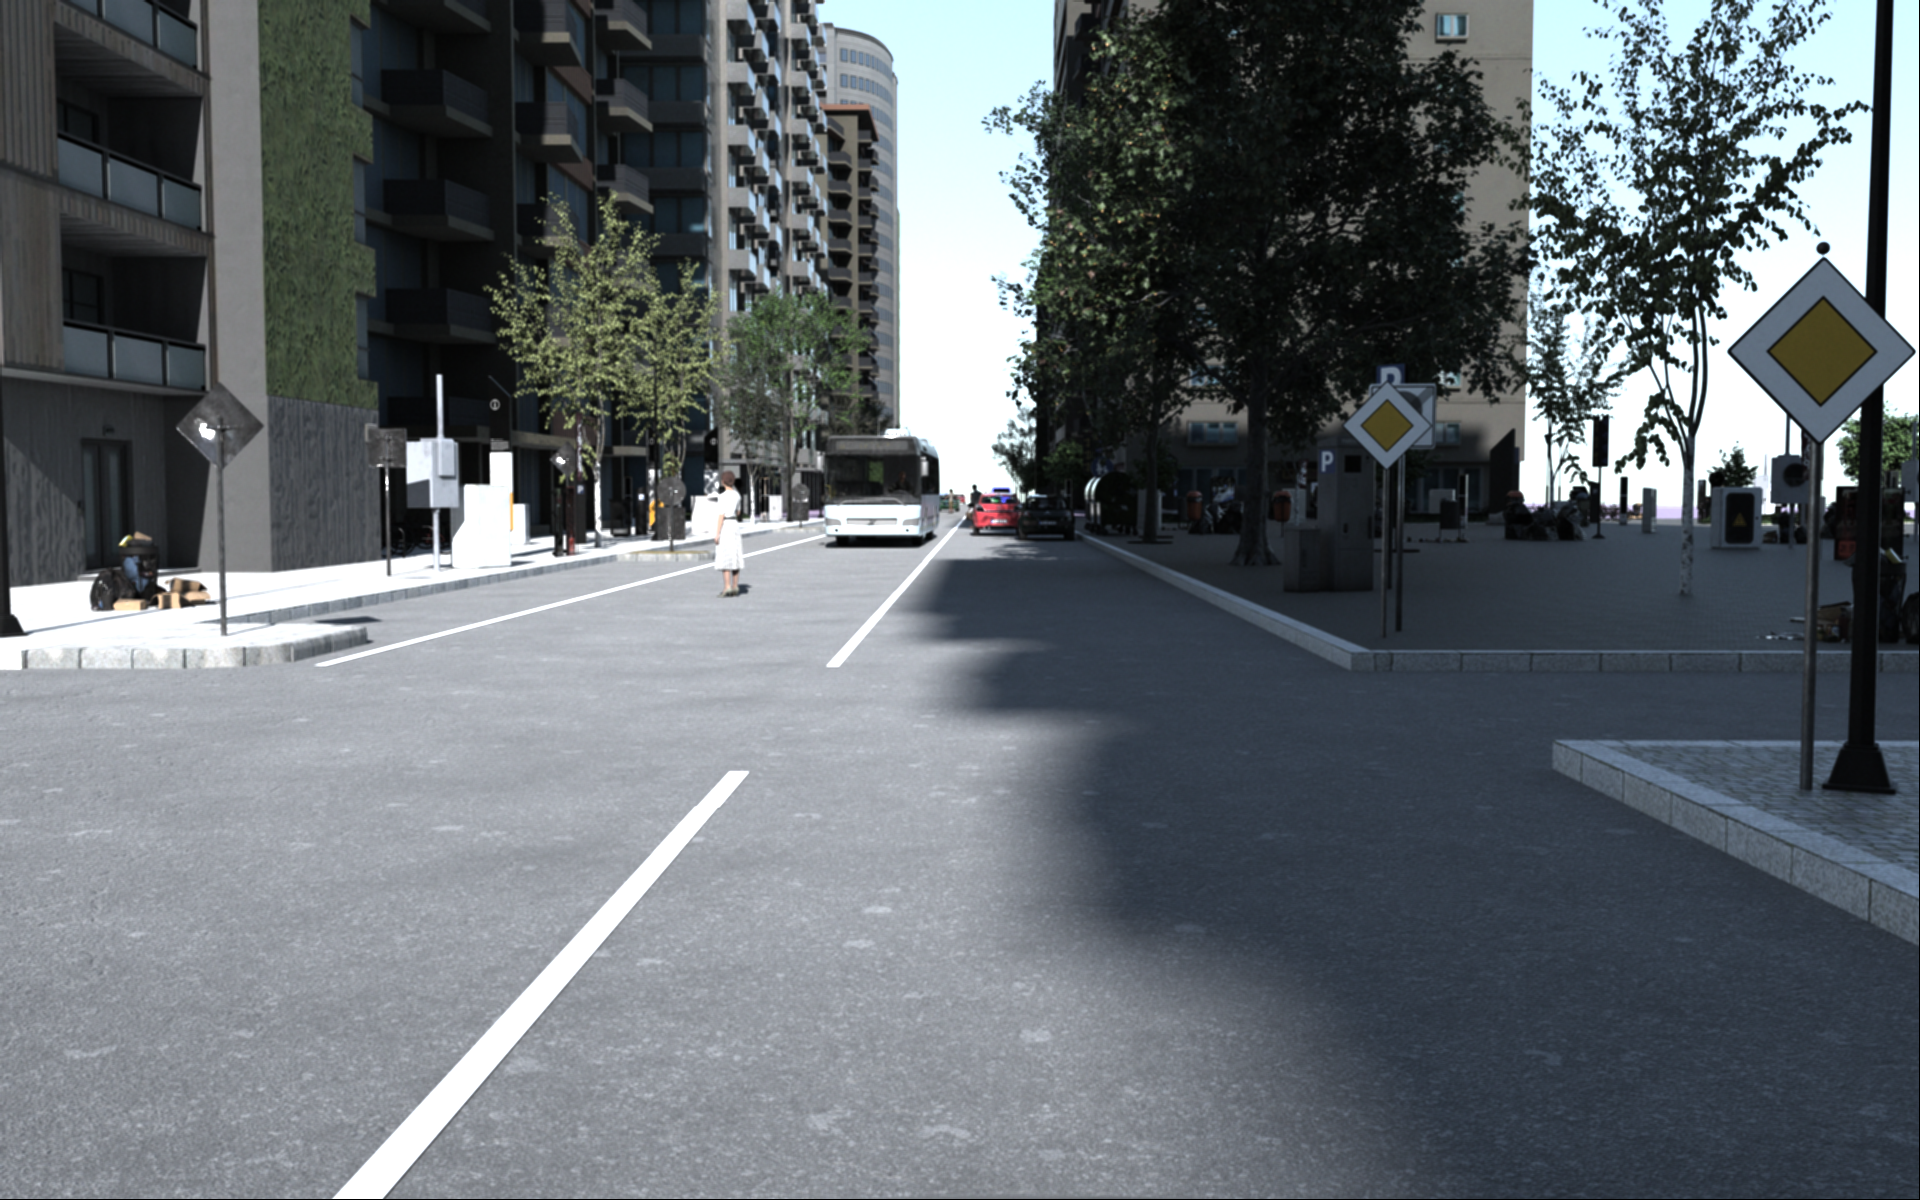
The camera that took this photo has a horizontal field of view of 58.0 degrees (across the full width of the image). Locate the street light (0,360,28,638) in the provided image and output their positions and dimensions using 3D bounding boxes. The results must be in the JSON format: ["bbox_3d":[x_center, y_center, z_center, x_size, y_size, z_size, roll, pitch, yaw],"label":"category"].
[{"bbox_3d":[-8.084,-2.624,15.447,1.470,5.913,1.316,0,4,1],"label":"street light"}]

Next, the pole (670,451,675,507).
[{"bbox_3d":[-13.654,-5.409,82.285,0.158,3.312,0.155,0,3,0],"label":"pole"}]

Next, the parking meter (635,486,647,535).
[{"bbox_3d":[-9.963,-2.794,54.095,0.372,1.533,0.369,0,3,0],"label":"parking meter"}]

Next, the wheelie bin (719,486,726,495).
[{"bbox_3d":[-9.867,-3.862,71.052,0.980,1.594,0.693,-2,4,-25],"label":"wheelie bin"}]

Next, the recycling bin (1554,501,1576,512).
[{"bbox_3d":[22.450,-3.172,64.417,0.722,1.027,0.722,0,4,2],"label":"recycling bin"}]

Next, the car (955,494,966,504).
[{"bbox_3d":[-0.113,-14.596,247.683,2.155,1.783,4.494,0,4,1],"label":"car"}]

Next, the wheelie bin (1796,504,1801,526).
[{"bbox_3d":[34.263,-3.790,69.874,0.980,1.594,0.693,-1,4,-12],"label":"wheelie bin"}]

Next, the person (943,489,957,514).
[{"bbox_3d":[-0.689,-7.279,127.508,1.348,1.824,0.705,-3,5,-45],"label":"person"}]

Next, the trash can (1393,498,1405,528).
[{"bbox_3d":[16.520,-3.305,65.691,0.748,1.137,0.748,0,3,0],"label":"trash can"}]

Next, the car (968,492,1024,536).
[{"bbox_3d":[1.344,-3.168,60.834,2.155,1.783,4.494,0,4,0],"label":"car"}]

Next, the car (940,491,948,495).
[{"bbox_3d":[-1.534,-9.383,163.003,1.945,1.707,3.694,0,4,3],"label":"car"}]

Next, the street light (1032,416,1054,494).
[{"bbox_3d":[4.987,-7.983,103.055,1.470,5.913,1.316,0,4,1],"label":"street light"}]

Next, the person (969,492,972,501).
[{"bbox_3d":[1.312,-11.778,202.533,0.415,1.643,0.593,0,4,2],"label":"person"}]

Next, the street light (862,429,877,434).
[{"bbox_3d":[-6.482,-9.286,124.371,1.470,5.913,1.316,0,4,1],"label":"street light"}]

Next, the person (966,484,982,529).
[{"bbox_3d":[0.690,-3.847,71.366,0.822,1.834,0.622,3,4,37],"label":"person"}]

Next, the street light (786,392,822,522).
[{"bbox_3d":[-7.229,-6.505,78.892,1.470,5.913,1.316,0,4,1],"label":"street light"}]

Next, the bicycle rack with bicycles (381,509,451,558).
[{"bbox_3d":[-12.149,-1.370,35.777,2.925,0.926,2.852,0,4,4],"label":"bicycle rack with bicycles"}]

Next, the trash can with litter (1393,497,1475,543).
[{"bbox_3d":[12.716,-2.161,46.394,2.233,1.210,1.678,1,4,11],"label":"trash can with litter"}]

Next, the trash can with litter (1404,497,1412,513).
[{"bbox_3d":[23.222,-4.761,89.234,1.055,1.170,0.624,1,4,10],"label":"trash can with litter"}]

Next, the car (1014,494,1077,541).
[{"bbox_3d":[2.699,-2.735,54.498,2.009,1.686,4.222,0,4,1],"label":"car"}]

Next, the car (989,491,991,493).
[{"bbox_3d":[4.507,-13.282,225.835,2.281,1.827,5.304,0,4,1],"label":"car"}]

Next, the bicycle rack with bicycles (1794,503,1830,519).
[{"bbox_3d":[33.067,-3.231,66.217,2.852,0.926,2.925,0,4,4],"label":"bicycle rack with bicycles"}]

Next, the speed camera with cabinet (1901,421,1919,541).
[{"bbox_3d":[25.285,-3.204,46.721,2.038,3.252,0.660,-1,4,-14],"label":"speed camera with cabinet"}]

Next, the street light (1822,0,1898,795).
[{"bbox_3d":[3.392,-2.132,7.403,1.470,5.913,1.316,0,4,1],"label":"street light"}]

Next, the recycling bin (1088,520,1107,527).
[{"bbox_3d":[5.451,-3.430,68.632,0.722,1.027,0.722,0,4,-2],"label":"recycling bin"}]

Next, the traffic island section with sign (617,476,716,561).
[{"bbox_3d":[-6.354,-1.794,37.954,1.989,1.847,2.006,0,4,1],"label":"traffic island section with sign"}]

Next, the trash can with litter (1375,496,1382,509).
[{"bbox_3d":[21.649,-4.779,89.523,0.624,1.170,1.055,0,4,-7],"label":"trash can with litter"}]

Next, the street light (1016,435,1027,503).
[{"bbox_3d":[5.356,-9.959,135.364,1.470,5.913,1.316,0,4,1],"label":"street light"}]

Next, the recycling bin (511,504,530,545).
[{"bbox_3d":[-11.241,-1.896,43.553,0.722,1.027,0.722,0,4,-4],"label":"recycling bin"}]

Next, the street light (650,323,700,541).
[{"bbox_3d":[-7.747,-4.565,47.171,1.470,5.913,1.316,0,4,1],"label":"street light"}]

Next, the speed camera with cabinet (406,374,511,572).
[{"bbox_3d":[-8.513,-2.148,29.453,0.660,3.252,2.038,1,4,23],"label":"speed camera with cabinet"}]

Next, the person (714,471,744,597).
[{"bbox_3d":[-3.283,-0.925,24.190,0.524,1.755,0.480,2,4,33],"label":"person"}]

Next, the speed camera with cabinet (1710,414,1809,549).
[{"bbox_3d":[18.772,-2.831,40.624,2.038,3.252,0.660,0,4,2],"label":"speed camera with cabinet"}]

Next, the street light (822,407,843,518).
[{"bbox_3d":[-6.923,-7.346,92.649,1.470,5.913,1.316,0,4,1],"label":"street light"}]

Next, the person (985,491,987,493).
[{"bbox_3d":[3.261,-13.061,222.055,0.705,1.823,1.348,1,4,11],"label":"person"}]

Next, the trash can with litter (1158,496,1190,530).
[{"bbox_3d":[7.653,-3.105,61.829,2.233,1.210,1.678,-3,5,-42],"label":"trash can with litter"}]

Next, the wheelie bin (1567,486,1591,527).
[{"bbox_3d":[24.389,-3.689,68.225,0.693,1.594,0.980,-2,4,-29],"label":"wheelie bin"}]

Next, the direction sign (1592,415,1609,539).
[{"bbox_3d":[18.484,-3.549,50.031,0.379,3.537,0.876,0,4,-8],"label":"direction sign"}]

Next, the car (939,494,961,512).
[{"bbox_3d":[-0.982,-8.044,143.311,2.131,1.459,4.920,0,4,2],"label":"car"}]

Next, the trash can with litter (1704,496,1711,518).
[{"bbox_3d":[39.030,-4.805,89.955,1.055,1.170,0.624,-2,4,-31],"label":"trash can with litter"}]

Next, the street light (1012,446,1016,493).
[{"bbox_3d":[5.782,-11.899,167.087,1.470,5.913,1.316,0,4,1],"label":"street light"}]

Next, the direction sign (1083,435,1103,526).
[{"bbox_3d":[5.116,-4.578,66.852,0.876,3.537,0.379,-2,4,-27],"label":"direction sign"}]

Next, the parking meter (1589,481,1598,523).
[{"bbox_3d":[28.178,-4.355,76.913,0.399,1.863,0.255,0,4,5],"label":"parking meter"}]

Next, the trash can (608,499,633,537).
[{"bbox_3d":[-10.161,-2.459,51.858,0.748,1.137,0.748,0,3,0],"label":"trash can"}]

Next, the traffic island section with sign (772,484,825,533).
[{"bbox_3d":[-5.946,-3.442,64.906,1.989,1.847,2.006,0,4,1],"label":"traffic island section with sign"}]

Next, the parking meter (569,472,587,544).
[{"bbox_3d":[-9.806,-2.369,44.451,0.255,1.863,0.399,3,5,39],"label":"parking meter"}]
